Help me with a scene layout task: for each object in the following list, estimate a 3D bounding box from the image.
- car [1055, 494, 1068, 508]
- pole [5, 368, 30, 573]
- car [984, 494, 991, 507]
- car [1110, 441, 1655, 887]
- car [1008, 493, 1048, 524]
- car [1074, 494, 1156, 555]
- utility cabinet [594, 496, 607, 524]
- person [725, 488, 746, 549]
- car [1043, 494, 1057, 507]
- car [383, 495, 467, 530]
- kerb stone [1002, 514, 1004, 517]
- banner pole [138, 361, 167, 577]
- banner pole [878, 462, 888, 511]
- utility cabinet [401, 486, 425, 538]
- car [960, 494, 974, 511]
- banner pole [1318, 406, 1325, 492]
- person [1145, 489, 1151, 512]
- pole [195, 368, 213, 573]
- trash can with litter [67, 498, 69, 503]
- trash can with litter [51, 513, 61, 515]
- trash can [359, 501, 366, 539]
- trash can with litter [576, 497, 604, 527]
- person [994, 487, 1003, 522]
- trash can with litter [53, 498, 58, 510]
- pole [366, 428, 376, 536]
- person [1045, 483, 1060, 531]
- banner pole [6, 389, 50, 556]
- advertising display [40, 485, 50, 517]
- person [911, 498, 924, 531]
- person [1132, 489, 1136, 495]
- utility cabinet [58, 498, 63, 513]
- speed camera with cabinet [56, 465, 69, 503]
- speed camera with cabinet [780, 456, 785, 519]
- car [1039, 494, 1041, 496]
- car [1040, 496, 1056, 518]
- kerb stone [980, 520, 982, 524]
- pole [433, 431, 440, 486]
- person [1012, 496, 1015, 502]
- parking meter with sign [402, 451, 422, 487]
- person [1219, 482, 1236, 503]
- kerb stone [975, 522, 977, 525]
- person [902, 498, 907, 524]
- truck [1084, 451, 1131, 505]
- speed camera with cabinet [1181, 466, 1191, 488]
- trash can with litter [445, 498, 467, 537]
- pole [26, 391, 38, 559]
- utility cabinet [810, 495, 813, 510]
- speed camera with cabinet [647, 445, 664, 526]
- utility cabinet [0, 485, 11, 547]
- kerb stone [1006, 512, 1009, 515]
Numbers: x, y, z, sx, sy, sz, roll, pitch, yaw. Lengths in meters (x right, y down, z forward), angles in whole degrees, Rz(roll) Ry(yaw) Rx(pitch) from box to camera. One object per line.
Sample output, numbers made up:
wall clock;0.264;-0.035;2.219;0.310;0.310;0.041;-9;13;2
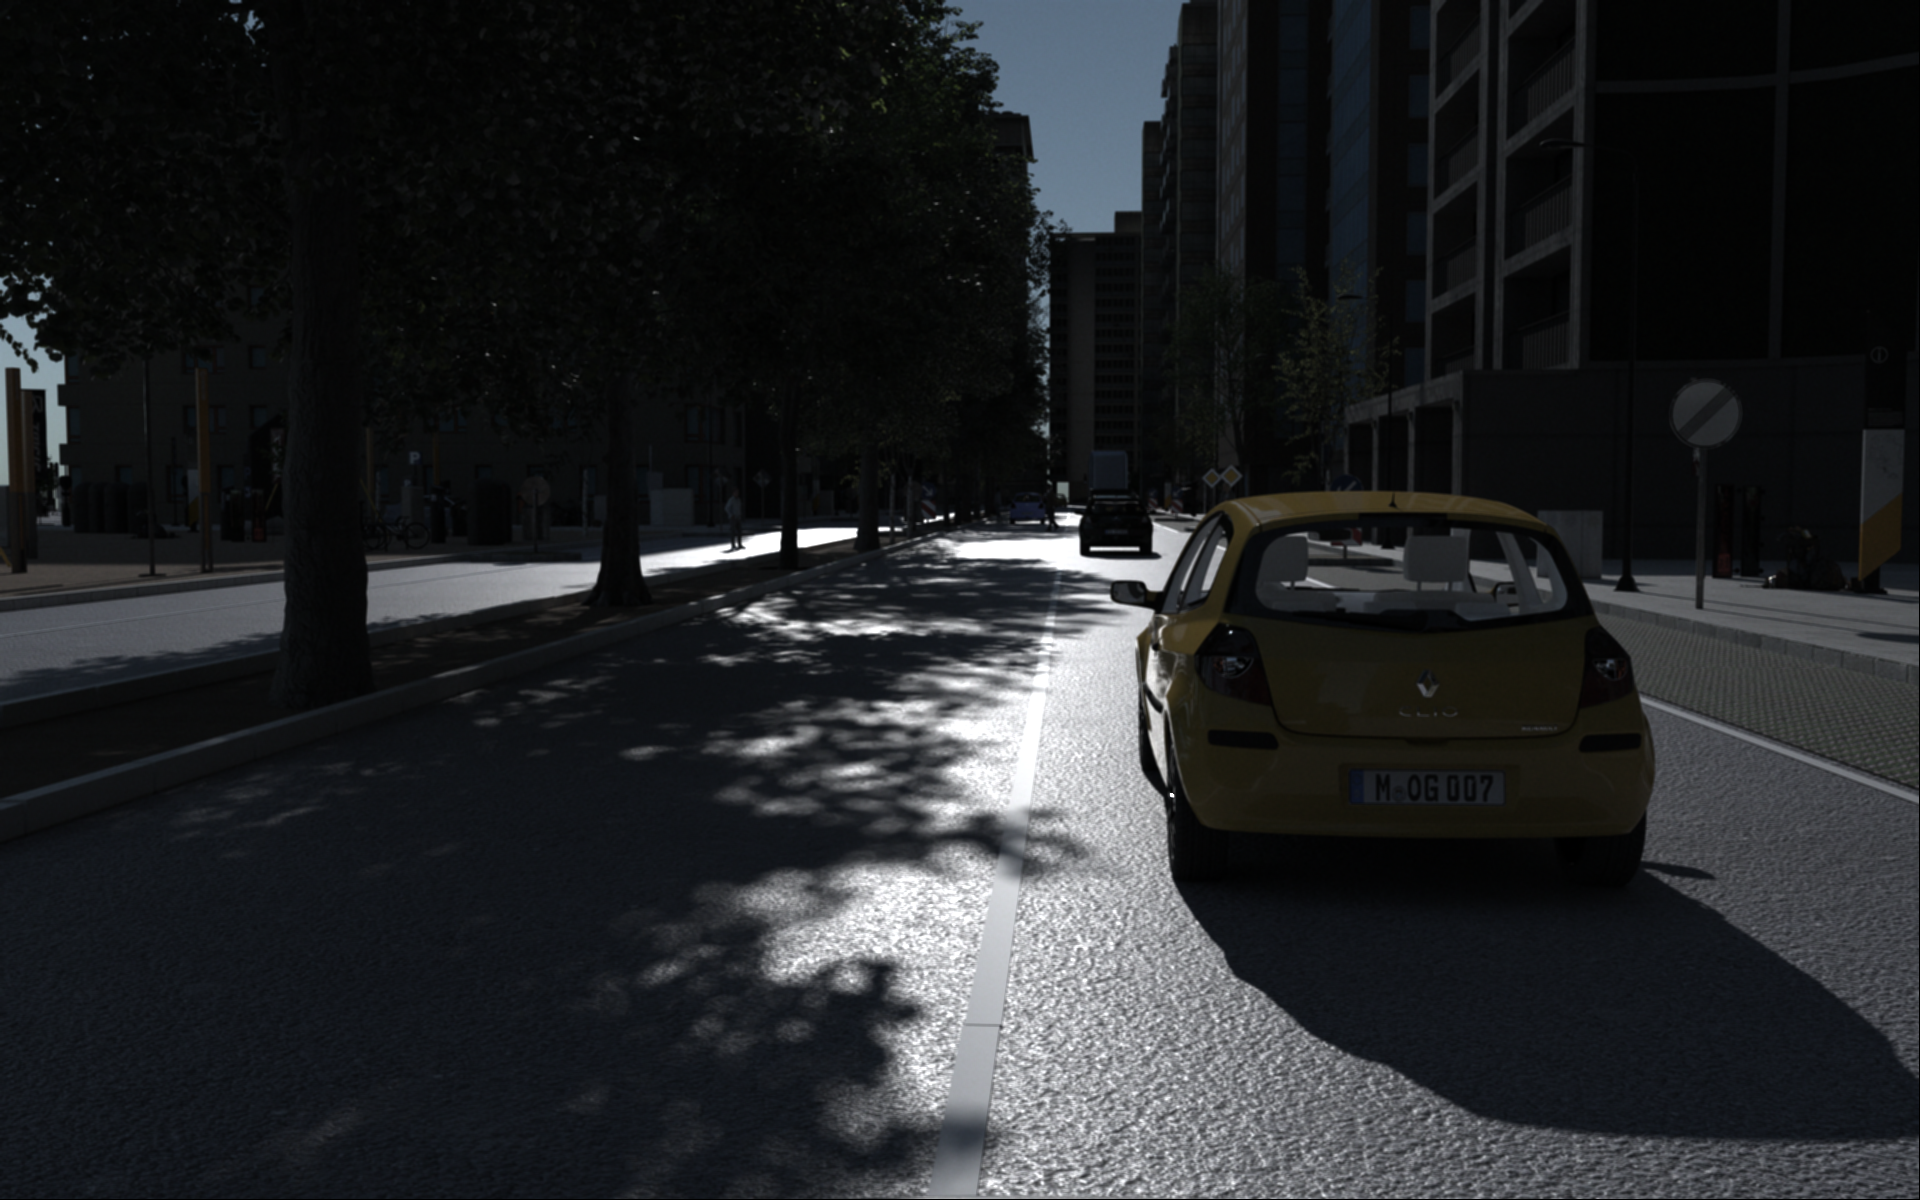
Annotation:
car;10.442;-10.574;183.111;2.015;1.641;3.980;0;4;5
pole;-15.299;-2.093;28.072;0.158;3.312;0.155;0;3;0
car;3.610;-11.120;191.593;2.009;1.686;4.222;0;4;3
car;1.702;0.149;7.792;2.015;1.641;3.980;0;4;3
car;3.252;-4.504;83.224;1.945;1.707;3.694;0;4;3
car;3.772;-1.972;42.036;2.009;1.686;4.222;0;4;4
utility cabinet;-14.556;-3.684;71.396;1.020;1.237;0.306;0;4;-7
person;-5.847;-2.126;45.066;0.330;1.601;0.589;3;5;42
car;9.723;-11.027;189.329;2.155;1.783;4.494;0;4;4
car;-18.994;-3.186;64.091;4.499;1.417;2.014;0;4;3
kerb stone;2.466;-5.153;106.499;0.120;0.150;1.000;0;4;4
banner pole;-12.729;-2.271;27.153;0.401;3.779;0.863;-2;4;-29
banner pole;-6.018;-8.811;134.071;0.863;3.779;0.401;0;4;1
utility cabinet;-15.819;-2.535;50.132;0.318;1.500;1.173;0;4;0
car;0.674;-8.441;147.793;2.009;1.686;4.222;0;4;2
banner pole;10.268;-3.623;49.247;0.401;3.779;0.863;0;4;1
person;14.623;-7.688;134.113;0.656;1.842;0.836;0;4;0
pole;-12.277;-2.097;28.131;0.158;3.312;0.155;0;3;0
trash can with litter;-48.811;-5.135;95.351;0.624;1.170;1.055;-1;4;-13
trash can with litter;-54.654;-5.789;105.704;2.233;1.210;1.678;0;4;-7
trash can;-13.077;-1.551;37.009;0.748;1.137;0.748;0;3;0
trash can with litter;-14.359;-3.419;67.284;1.055;1.170;0.624;1;4;9
person;2.006;-5.001;90.527;0.793;1.790;0.793;-3;4;-38
trash can with litter;-67.458;-7.199;129.083;1.055;1.170;0.624;-3;4;-37
pole;-18.148;-3.639;53.340;0.158;3.312;0.155;0;3;0
person;3.513;-3.570;66.773;0.836;1.842;0.656;-3;5;-44
banner pole;-19.579;-2.832;36.324;0.863;3.779;0.401;-2;4;-31
advertising display;-50.677;-5.546;95.898;0.974;1.923;0.123;3;5;39
person;-1.662;-3.389;64.395;0.515;1.767;0.782;-1;4;-20
person;13.909;-7.929;137.981;0.795;1.843;0.661;3;5;40
utility cabinet;-62.371;-6.672;120.243;0.306;1.237;1.020;-3;5;-40
speed camera with cabinet;-45.939;-5.865;90.230;0.660;3.252;2.038;3;4;38
speed camera with cabinet;-8.867;-5.751;88.364;0.660;3.252;2.038;0;4;-5
car;5.606;-7.473;132.413;2.015;1.641;3.980;0;4;2
car;4.677;-5.463;101.892;1.945;1.354;3.894;0;4;5
kerb stone;0.809;-3.585;80.936;0.120;0.150;1.000;0;4;4
pole;-16.786;-3.774;55.552;0.158;3.312;0.155;0;3;0
person;3.251;-5.676;105.586;0.425;1.301;0.394;-2;4;-30
parking meter with sign;-22.194;-4.499;69.816;0.543;3.016;1.738;0;4;0
person;8.421;-2.810;54.629;0.537;1.800;0.526;2;4;32
kerb stone;0.542;-3.343;76.846;0.120;0.150;1.000;0;4;4
person;-2.472;-4.512;82.470;0.583;1.804;0.606;-1;4;-9
truck;8.976;-6.880;102.244;2.967;4.110;18.799;0;4;3
speed camera with cabinet;16.063;-7.934;124.060;0.660;3.252;2.038;0;4;-3
trash can with litter;-15.362;-2.505;52.346;1.055;1.170;0.624;0;4;-4
pole;-18.409;-2.472;34.254;0.158;3.312;0.155;0;3;0
utility cabinet;-11.667;-7.906;140.420;1.020;1.237;0.306;1;4;10
speed camera with cabinet;-12.212;-4.622;69.908;0.660;3.252;2.038;-1;4;-16
utility cabinet;-23.107;-2.016;41.636;1.173;1.500;0.318;2;4;32
kerb stone;2.987;-5.657;114.691;0.120;0.150;1.000;0;4;4
